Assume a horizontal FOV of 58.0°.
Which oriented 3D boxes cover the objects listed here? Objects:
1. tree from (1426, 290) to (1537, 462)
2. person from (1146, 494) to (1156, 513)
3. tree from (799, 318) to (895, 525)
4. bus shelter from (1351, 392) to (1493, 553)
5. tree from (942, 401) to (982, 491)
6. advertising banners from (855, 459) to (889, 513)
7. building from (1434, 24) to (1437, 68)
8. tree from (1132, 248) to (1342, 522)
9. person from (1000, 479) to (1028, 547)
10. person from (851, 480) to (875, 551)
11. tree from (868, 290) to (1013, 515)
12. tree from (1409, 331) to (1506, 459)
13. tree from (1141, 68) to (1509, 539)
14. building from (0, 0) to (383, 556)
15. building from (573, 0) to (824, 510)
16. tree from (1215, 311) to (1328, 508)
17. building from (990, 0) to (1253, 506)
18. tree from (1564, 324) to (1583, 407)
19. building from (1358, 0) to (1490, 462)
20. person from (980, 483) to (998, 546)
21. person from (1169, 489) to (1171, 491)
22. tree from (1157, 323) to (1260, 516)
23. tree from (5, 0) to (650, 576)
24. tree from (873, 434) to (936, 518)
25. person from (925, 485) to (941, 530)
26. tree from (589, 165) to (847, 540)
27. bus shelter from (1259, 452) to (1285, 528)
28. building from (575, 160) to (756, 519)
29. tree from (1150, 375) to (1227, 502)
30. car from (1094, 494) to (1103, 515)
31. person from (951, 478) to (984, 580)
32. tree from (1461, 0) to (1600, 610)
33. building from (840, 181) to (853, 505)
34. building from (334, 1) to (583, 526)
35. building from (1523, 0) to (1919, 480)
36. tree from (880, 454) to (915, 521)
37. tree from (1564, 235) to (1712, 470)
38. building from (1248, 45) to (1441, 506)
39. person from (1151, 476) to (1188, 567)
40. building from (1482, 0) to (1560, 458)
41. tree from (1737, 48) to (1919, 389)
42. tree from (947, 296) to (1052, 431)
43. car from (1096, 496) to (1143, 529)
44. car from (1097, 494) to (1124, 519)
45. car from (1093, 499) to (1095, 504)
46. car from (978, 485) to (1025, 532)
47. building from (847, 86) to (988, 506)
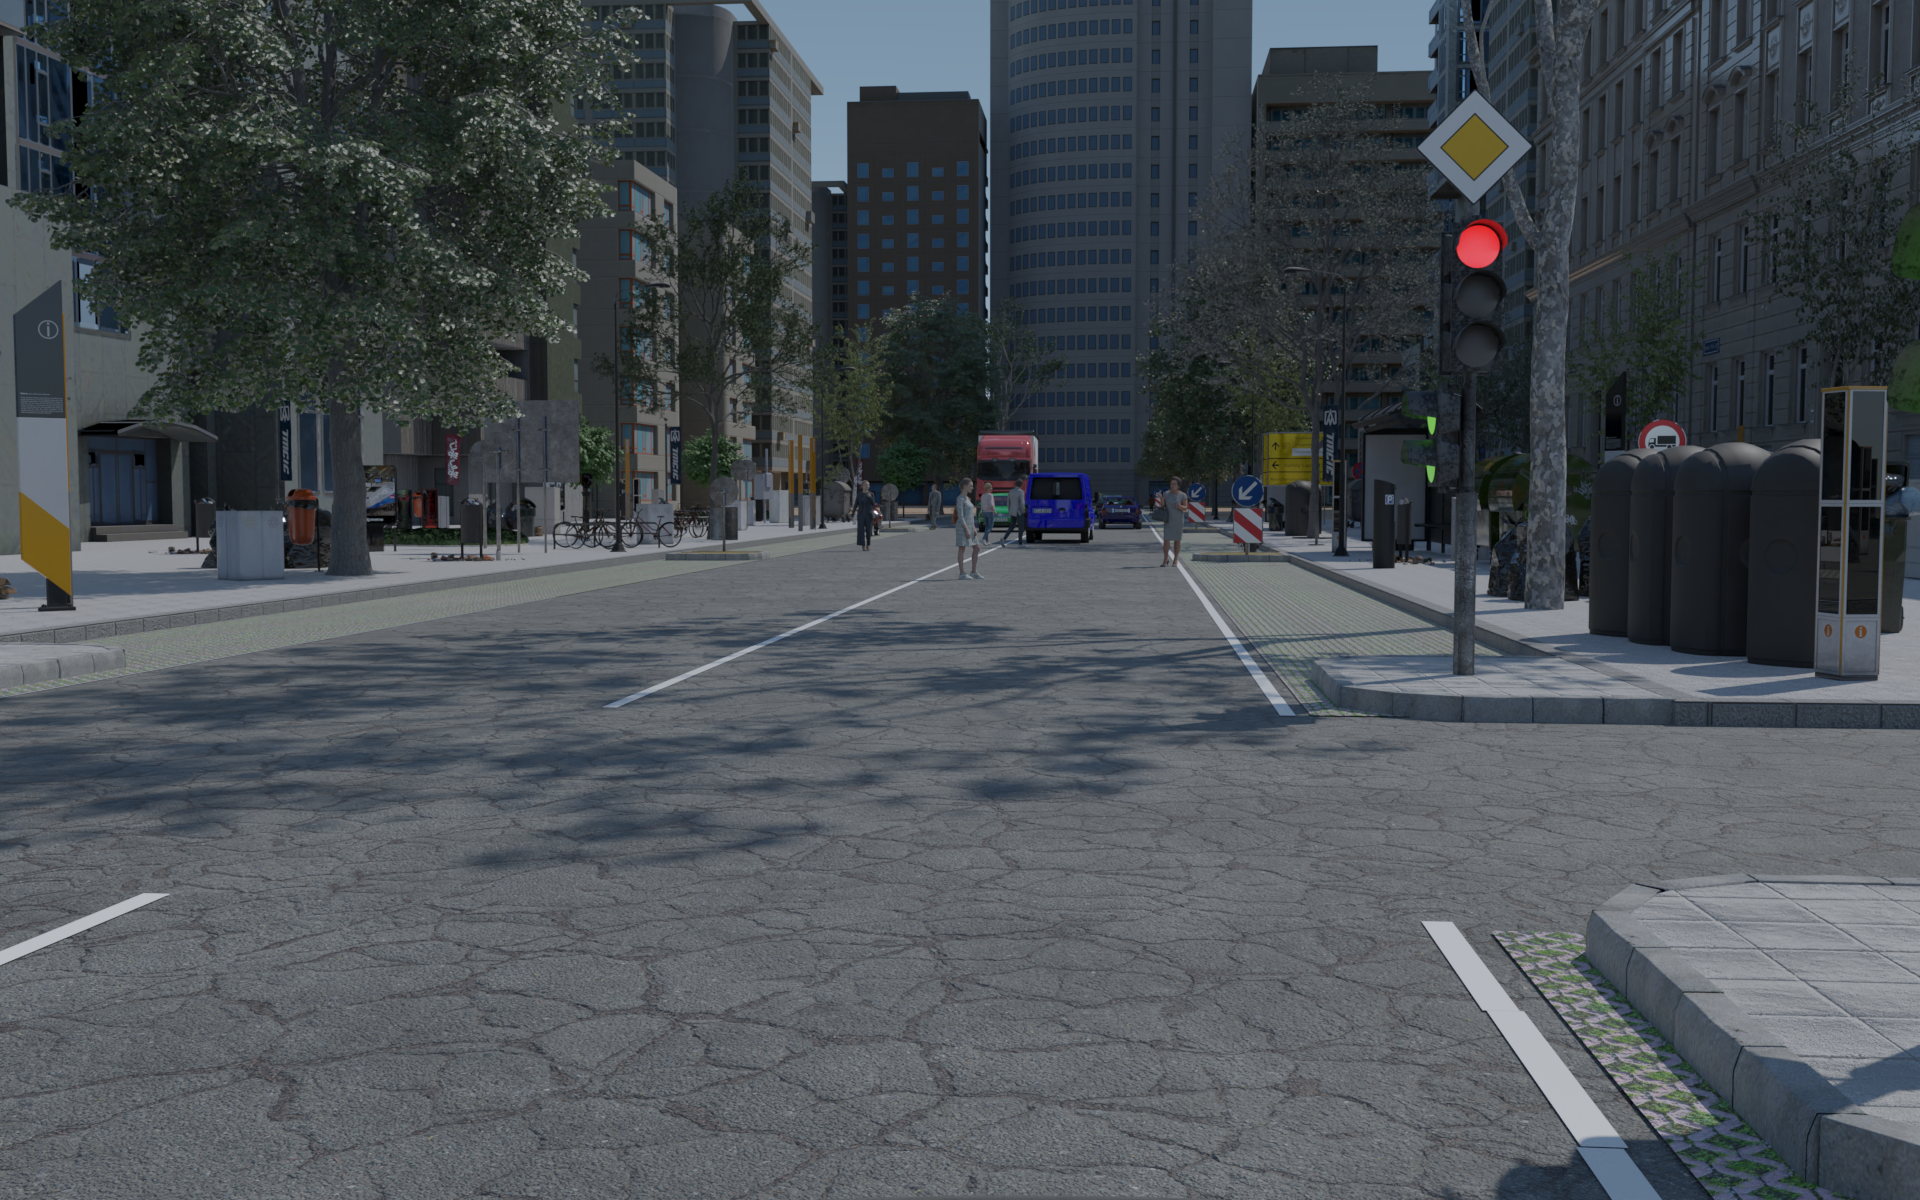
[{"bbox_3d":[17.866,-6.637,58.878,4.360,8.622,3.978,0,3,0],"label":"tree"},{"bbox_3d":[13.654,-6.843,123.640,1.065,1.426,0.557,-3,5,-41],"label":"person"},{"bbox_3d":[-4.507,-7.470,72.496,4.737,8.622,4.395,0,3,0],"label":"tree"},{"bbox_3d":[9.663,-2.617,36.707,2.014,3.302,5.546,0,4,5],"label":"bus shelter"},{"bbox_3d":[0.150,-10.564,123.090,4.737,8.622,4.395,0,3,0],"label":"tree"},{"bbox_3d":[-4.369,-5.480,85.784,2.074,3.025,0.090,2,4,34],"label":"advertising banners"},{"bbox_3d":[67.415,-39.591,189.309,28.212,58.520,21.231,0,4,5],"label":"building"},{"bbox_3d":[12.659,-9.918,79.163,9.611,12.733,9.660,0,3,0],"label":"tree"},{"bbox_3d":[1.470,-2.329,46.433,0.795,1.843,0.661,-3,4,-38],"label":"person"},{"bbox_3d":[-2.418,-2.120,43.588,0.576,1.772,0.534,-2,4,-24],"label":"person"},{"bbox_3d":[-1.395,-12.258,107.071,9.857,13.997,8.962,0,3,0],"label":"tree"},{"bbox_3d":[21.406,-7.645,75.354,4.737,8.622,4.395,0,3,0],"label":"tree"},{"bbox_3d":[10.285,-8.503,49.401,12.009,13.543,11.850,0,3,0],"label":"tree"},{"bbox_3d":[-30.350,-44.623,42.262,22.319,86.520,31.000,0,4,5],"label":"building"},{"bbox_3d":[-24.237,-27.191,136.454,23.993,40.220,32.217,0,4,5],"label":"building"},{"bbox_3d":[12.167,-7.215,68.328,4.737,8.622,4.395,0,3,0],"label":"tree"},{"bbox_3d":[17.663,-39.894,194.268,28.212,58.520,21.231,0,4,5],"label":"building"},{"bbox_3d":[20.809,-6.949,63.980,4.360,8.622,3.978,0,3,0],"label":"tree"},{"bbox_3d":[43.320,-49.855,127.804,22.319,86.520,31.000,0,4,5],"label":"building"},{"bbox_3d":[0.760,-2.375,47.996,0.731,1.740,0.598,3,5,40],"label":"person"},{"bbox_3d":[12.913,-5.968,106.632,0.990,1.755,0.434,3,4,38],"label":"person"},{"bbox_3d":[15.459,-11.293,102.774,7.486,12.596,7.792,0,3,0],"label":"tree"},{"bbox_3d":[-9.681,-7.357,26.942,9.857,13.997,8.962,0,3,0],"label":"tree"},{"bbox_3d":[-2.972,-6.735,93.825,4.285,4.588,4.351,0,3,0],"label":"tree"},{"bbox_3d":[-1.086,-3.726,69.528,0.694,1.812,0.767,3,4,38],"label":"person"},{"bbox_3d":[-6.667,-6.979,48.511,7.601,10.594,8.767,-2,4,-26],"label":"tree"},{"bbox_3d":[12.102,-4.229,63.074,2.014,3.302,5.546,0,4,6],"label":"bus shelter"},{"bbox_3d":[-29.190,-15.931,105.511,27.650,21.520,28.899,0,4,5],"label":"building"},{"bbox_3d":[18.350,-12.776,134.649,9.928,11.665,9.643,0,3,0],"label":"tree"},{"bbox_3d":[10.253,-6.595,119.633,2.131,1.459,4.920,0,4,7],"label":"car"},{"bbox_3d":[0.098,-1.194,29.033,0.522,1.701,0.512,1,4,19],"label":"person"},{"bbox_3d":[7.449,-10.033,19.925,12.611,20.169,13.585,0,3,0],"label":"tree"},{"bbox_3d":[-23.032,-31.341,204.308,23.993,40.220,32.217,0,4,5],"label":"building"},{"bbox_3d":[-25.304,-18.497,74.125,14.160,30.474,14.107,0,4,5],"label":"building"},{"bbox_3d":[32.451,-16.806,72.037,12.463,27.353,25.104,0,4,5],"label":"building"},{"bbox_3d":[-3.192,-5.450,83.706,1.663,3.219,1.824,0,3,0],"label":"tree"},{"bbox_3d":[19.644,-6.094,49.995,4.737,8.622,4.395,0,3,0],"label":"tree"},{"bbox_3d":[42.580,-34.731,191.551,21.600,48.544,21.300,0,4,5],"label":"building"},{"bbox_3d":[4.109,-1.547,34.159,0.716,1.782,0.532,1,4,21],"label":"person"},{"bbox_3d":[44.536,-25.037,101.239,32.217,40.220,23.993,0,4,5],"label":"building"},{"bbox_3d":[15.389,-4.843,29.538,4.360,8.622,3.978,0,3,0],"label":"tree"},{"bbox_3d":[4.780,-18.823,163.651,12.611,20.169,13.585,0,3,0],"label":"tree"},{"bbox_3d":[6.614,-3.616,71.696,1.945,1.354,3.894,0,4,4],"label":"car"},{"bbox_3d":[8.893,-5.459,101.047,2.131,1.459,4.920,0,4,5],"label":"car"},{"bbox_3d":[13.128,-9.057,158.301,2.015,1.641,3.980,0,4,5],"label":"car"},{"bbox_3d":[1.722,-3.531,66.530,1.959,1.807,4.718,0,4,6],"label":"car"},{"bbox_3d":[-4.410,-33.217,193.211,14.200,45.320,14.600,0,4,5],"label":"building"}]
